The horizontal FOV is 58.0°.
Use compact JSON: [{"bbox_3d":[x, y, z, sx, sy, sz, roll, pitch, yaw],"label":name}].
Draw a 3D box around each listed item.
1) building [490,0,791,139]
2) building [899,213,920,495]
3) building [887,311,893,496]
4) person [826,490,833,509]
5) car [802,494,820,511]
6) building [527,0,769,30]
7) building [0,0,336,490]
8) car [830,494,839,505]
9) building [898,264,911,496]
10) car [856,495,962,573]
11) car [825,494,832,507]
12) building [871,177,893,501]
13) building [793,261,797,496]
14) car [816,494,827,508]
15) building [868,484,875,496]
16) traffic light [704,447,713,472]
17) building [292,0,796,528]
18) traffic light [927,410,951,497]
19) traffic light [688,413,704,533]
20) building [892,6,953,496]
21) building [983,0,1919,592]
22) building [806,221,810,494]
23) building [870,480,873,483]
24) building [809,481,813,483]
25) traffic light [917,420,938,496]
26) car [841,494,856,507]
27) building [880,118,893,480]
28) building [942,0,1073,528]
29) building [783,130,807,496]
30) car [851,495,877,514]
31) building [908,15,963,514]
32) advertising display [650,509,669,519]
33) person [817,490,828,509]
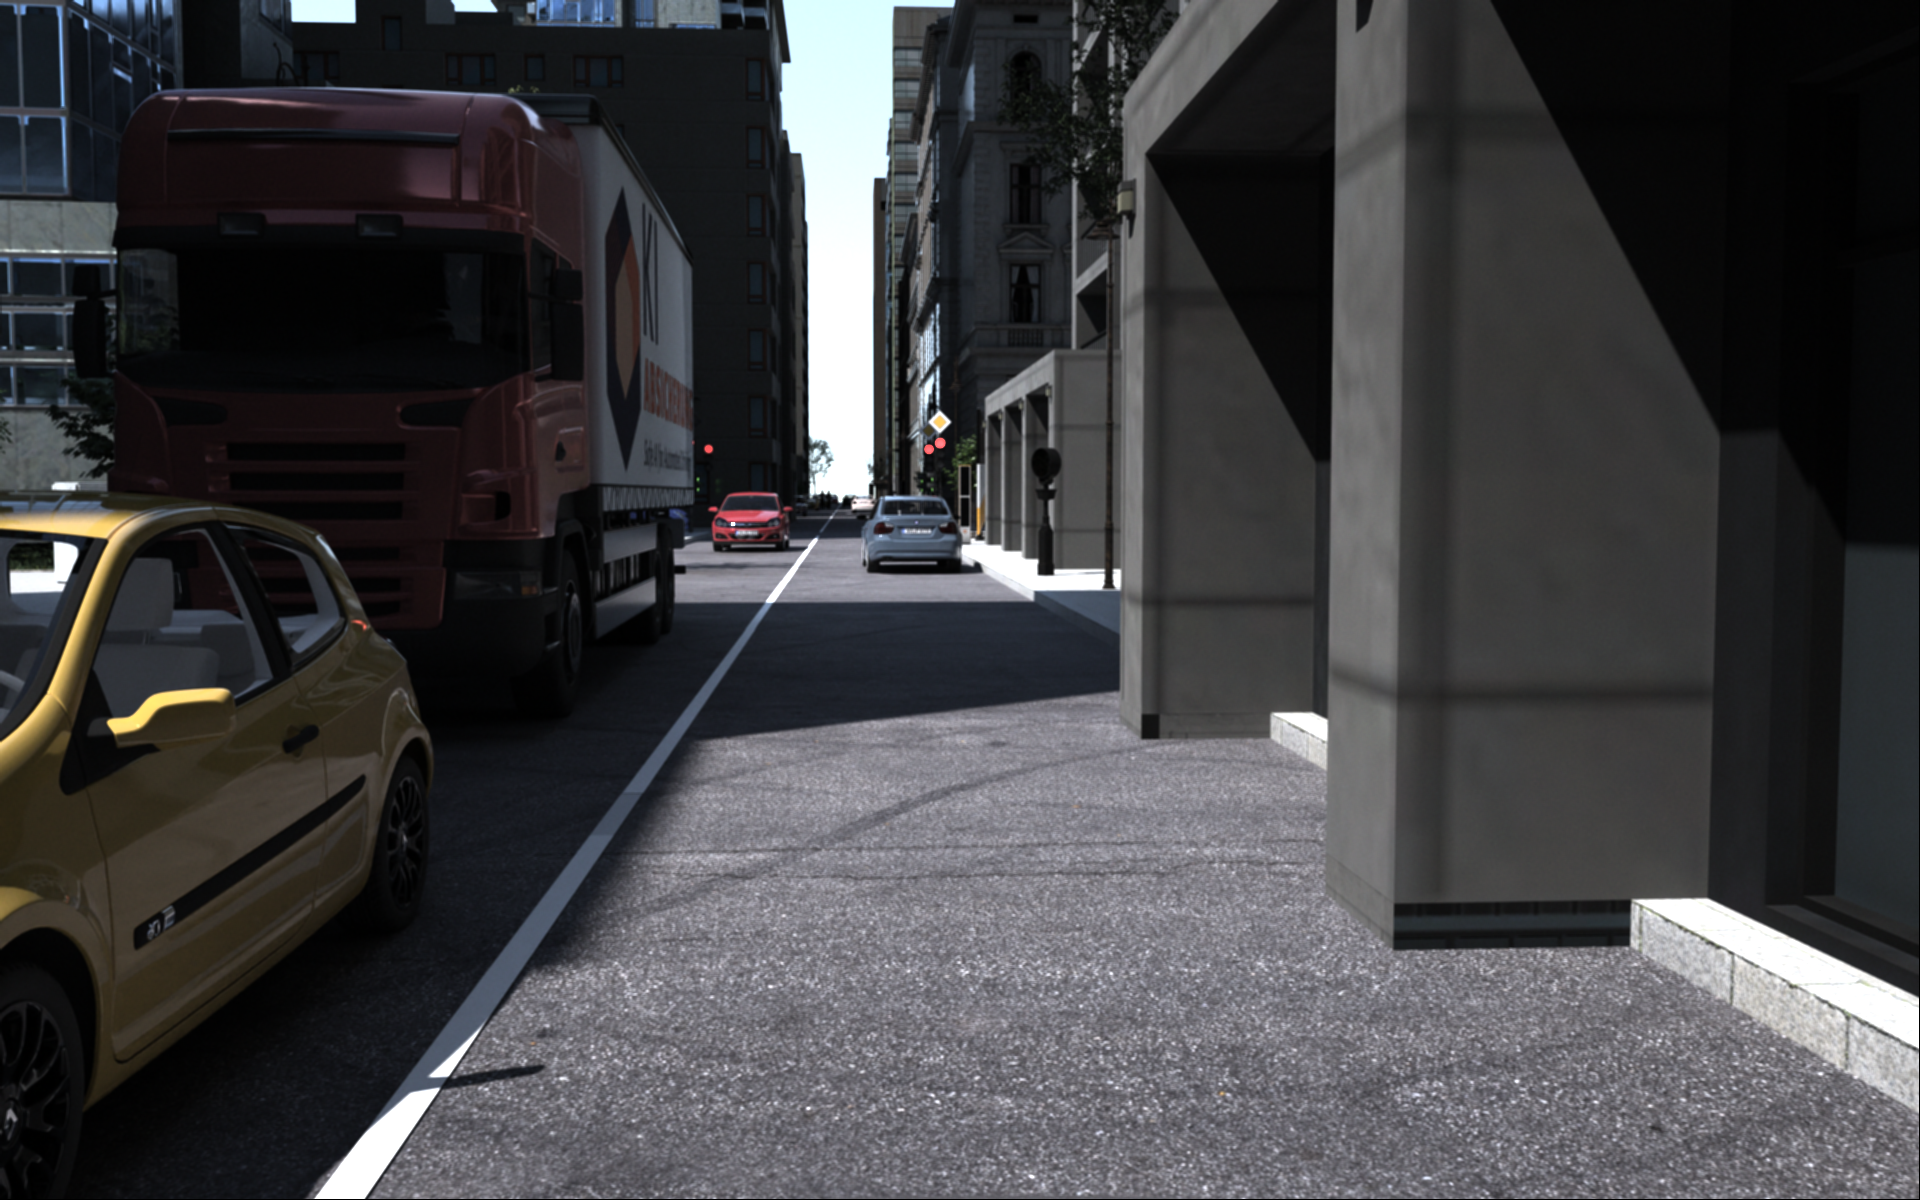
[{"bbox_3d":[-32.580,-36.366,183.826,28.713,52.752,27.495,0,4,-4],"label":"building"},{"bbox_3d":[2.087,-17.052,114.957,11.583,22.565,21.152,0,4,-4],"label":"building"},{"bbox_3d":[6.902,-20.038,172.658,27.650,21.520,28.899,0,4,-4],"label":"building"},{"bbox_3d":[-12.726,-9.770,168.332,0.705,1.812,1.348,-2,4,-33],"label":"person"},{"bbox_3d":[-12.933,-8.445,148.298,2.015,1.641,3.980,0,4,-2],"label":"car"},{"bbox_3d":[-26.723,-51.436,153.646,22.319,86.520,31.000,0,4,-4],"label":"building"},{"bbox_3d":[-32.021,-44.827,45.596,31.000,86.520,22.319,0,4,-4],"label":"building"},{"bbox_3d":[-17.249,-13.661,232.392,2.155,1.783,4.494,0,4,-2],"label":"car"},{"bbox_3d":[1.634,-18.595,133.713,12.332,23.373,15.834,0,4,-4],"label":"building"},{"bbox_3d":[-0.953,-1.279,32.922,2.014,1.417,4.499,0,4,-5],"label":"car"},{"bbox_3d":[-15.313,-11.213,193.552,2.015,1.641,3.980,0,4,-5],"label":"car"},{"bbox_3d":[-5.007,-36.018,239.007,14.600,45.320,14.200,0,4,-4],"label":"building"},{"bbox_3d":[-26.745,-26.554,205.851,14.160,30.474,14.107,0,4,-4],"label":"building"},{"bbox_3d":[-14.880,-10.586,183.309,2.015,1.641,3.980,0,4,-4],"label":"car"},{"bbox_3d":[0.858,-36.527,289.102,32.217,40.220,23.993,0,4,-4],"label":"building"},{"bbox_3d":[-9.454,-4.683,65.489,0.839,4.253,0.868,0,4,-4],"label":"traffic light"},{"bbox_3d":[-21.782,-14.268,78.320,27.650,21.520,28.899,0,4,-4],"label":"building"},{"bbox_3d":[-0.696,-4.229,58.066,0.839,4.253,0.868,0,4,-4],"label":"traffic light"},{"bbox_3d":[-8.940,-4.196,57.520,0.839,4.253,0.868,0,4,-4],"label":"traffic light"},{"bbox_3d":[1.130,-28.516,149.831,14.154,41.232,14.086,0,4,-4],"label":"building"},{"bbox_3d":[11.479,-36.342,32.447,20.563,71.187,20.611,0,4,-4],"label":"building"},{"bbox_3d":[-29.168,-34.751,251.775,14.154,41.232,14.086,0,4,-4],"label":"building"},{"bbox_3d":[-1.658,-39.256,261.441,23.786,49.044,30.456,0,4,-4],"label":"building"},{"bbox_3d":[-35.469,-40.034,274.167,23.786,49.044,30.456,0,4,-4],"label":"building"},{"bbox_3d":[-1.211,-4.716,66.034,0.839,4.253,0.868,0,4,-4],"label":"traffic light"},{"bbox_3d":[-11.951,-10.948,188.793,2.009,1.686,4.222,0,4,-4],"label":"car"},{"bbox_3d":[2.707,-35.616,201.934,23.786,49.044,30.456,0,4,-4],"label":"building"},{"bbox_3d":[9.518,-14.807,70.973,19.941,23.489,11.050,0,4,-4],"label":"building"},{"bbox_3d":[-31.642,-37.281,233.244,21.300,48.544,21.600,0,4,-4],"label":"building"},{"bbox_3d":[-7.040,-7.061,127.817,2.083,1.381,4.827,0,4,-2],"label":"car"},{"bbox_3d":[3.917,-17.987,91.349,12.463,27.353,25.104,0,4,-4],"label":"building"},{"bbox_3d":[-8.916,-2.828,51.454,0.123,1.923,0.974,1,4,18],"label":"advertising display"},{"bbox_3d":[-13.010,-9.475,163.433,1.348,1.823,0.705,2,4,26],"label":"person"}]
